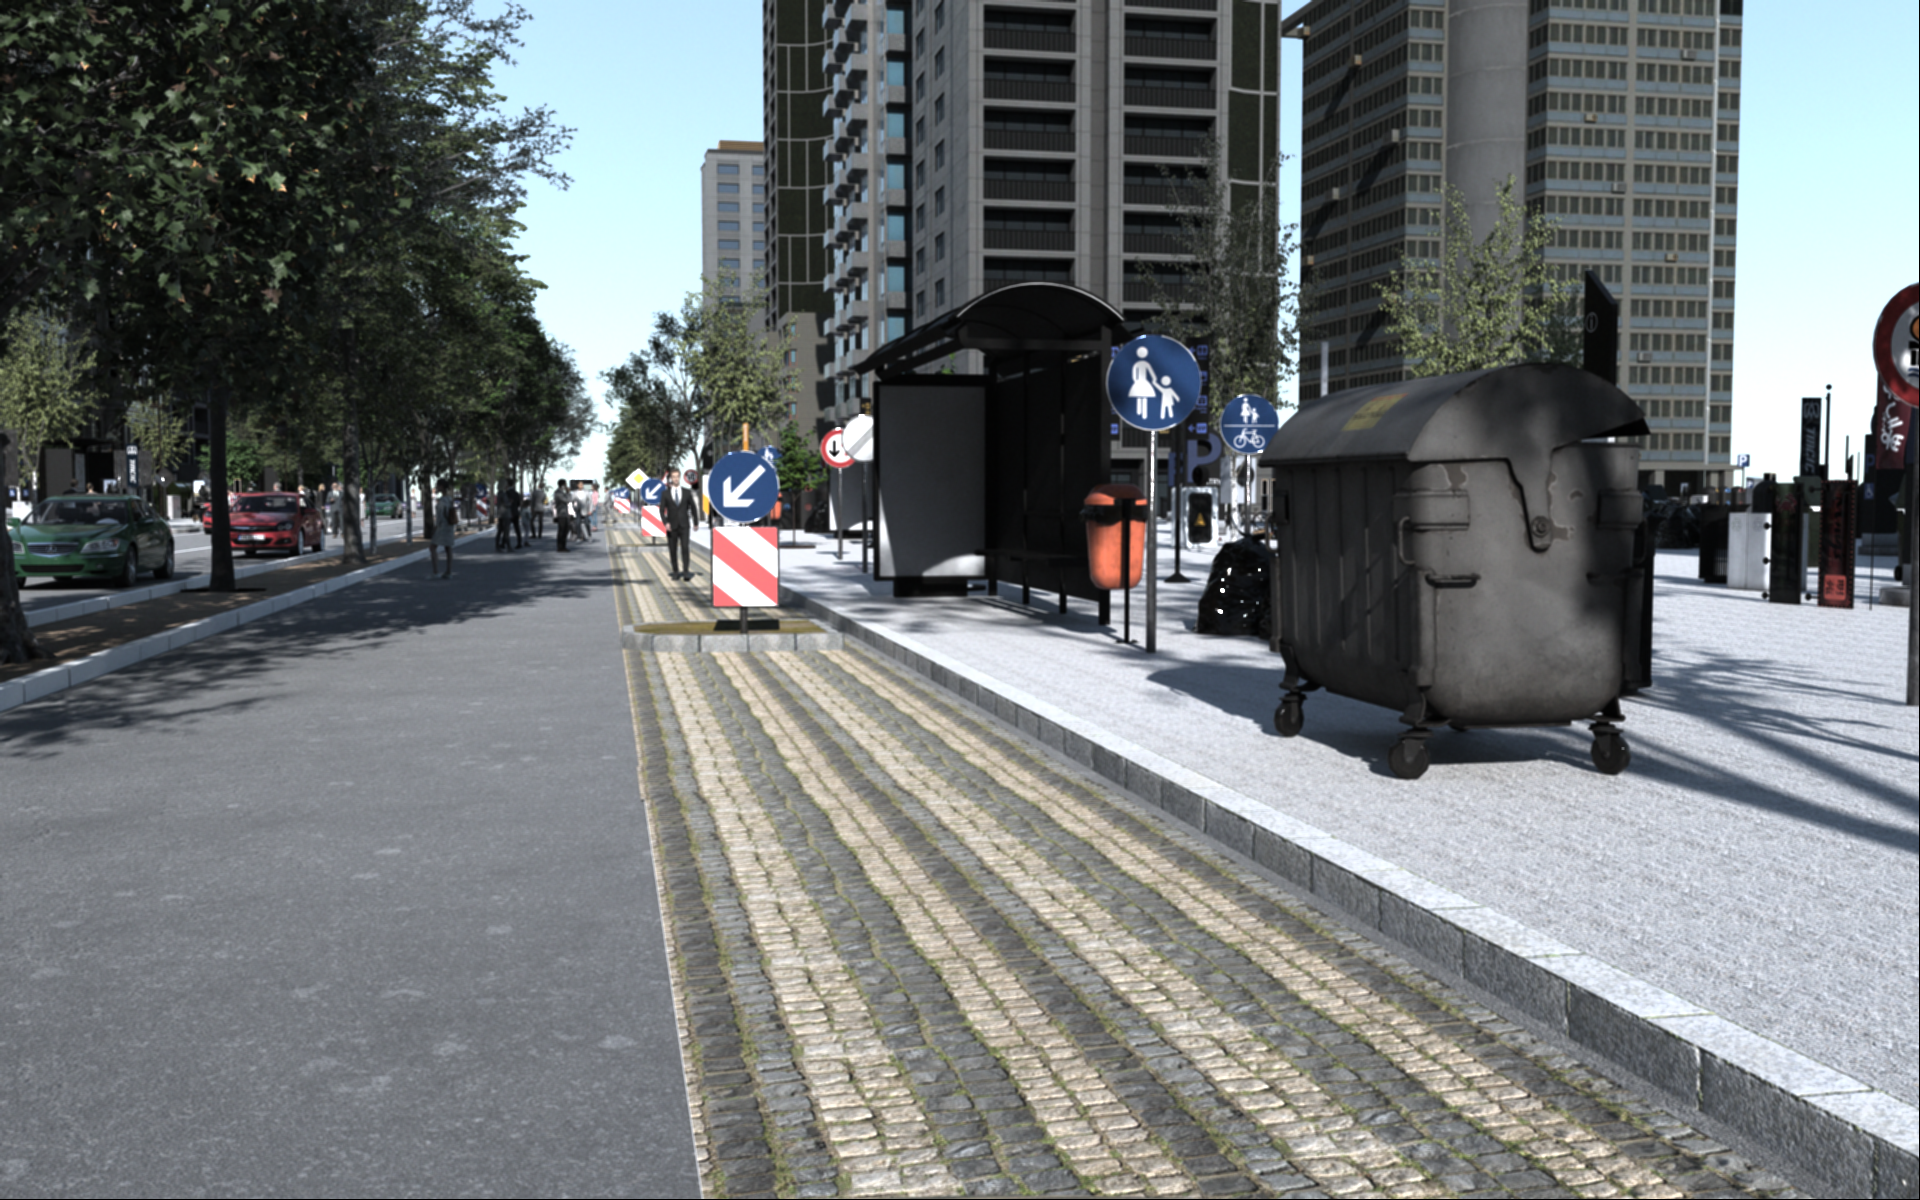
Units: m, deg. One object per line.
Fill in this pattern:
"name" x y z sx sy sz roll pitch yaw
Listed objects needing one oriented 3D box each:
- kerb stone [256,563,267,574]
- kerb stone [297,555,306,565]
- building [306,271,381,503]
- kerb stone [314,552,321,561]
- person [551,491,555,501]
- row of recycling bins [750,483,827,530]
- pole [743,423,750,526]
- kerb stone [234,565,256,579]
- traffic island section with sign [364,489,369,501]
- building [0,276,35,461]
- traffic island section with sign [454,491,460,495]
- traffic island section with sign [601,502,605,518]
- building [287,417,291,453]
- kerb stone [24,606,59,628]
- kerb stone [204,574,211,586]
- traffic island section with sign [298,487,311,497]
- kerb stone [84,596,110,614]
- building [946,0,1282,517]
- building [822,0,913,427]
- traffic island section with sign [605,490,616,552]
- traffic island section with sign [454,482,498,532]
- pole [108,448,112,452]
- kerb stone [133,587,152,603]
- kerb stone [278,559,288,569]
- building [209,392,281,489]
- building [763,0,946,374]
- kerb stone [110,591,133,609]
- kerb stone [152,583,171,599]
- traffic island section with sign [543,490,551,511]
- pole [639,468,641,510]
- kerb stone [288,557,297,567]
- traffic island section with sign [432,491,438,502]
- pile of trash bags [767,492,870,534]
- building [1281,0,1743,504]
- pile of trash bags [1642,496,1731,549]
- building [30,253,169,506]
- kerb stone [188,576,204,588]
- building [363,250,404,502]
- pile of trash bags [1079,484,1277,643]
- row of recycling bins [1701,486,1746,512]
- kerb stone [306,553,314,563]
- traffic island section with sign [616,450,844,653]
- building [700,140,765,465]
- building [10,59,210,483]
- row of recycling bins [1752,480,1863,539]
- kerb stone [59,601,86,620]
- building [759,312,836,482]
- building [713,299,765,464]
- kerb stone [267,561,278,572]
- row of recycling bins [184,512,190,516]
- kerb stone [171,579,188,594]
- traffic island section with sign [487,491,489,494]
"kerb stone" -12.584 -0.536 30.956 0.120 0.150 1.000 -1 4 -12
"kerb stone" -13.419 -0.782 34.981 0.120 0.150 1.000 -1 4 -12
"building" -100.102 -33.875 245.731 32.217 40.220 23.993 -1 4 -12
"kerb stone" -13.847 -0.899 36.986 0.120 0.150 1.000 -1 4 -12
"person" -49.767 -12.491 212.708 1.348 1.826 0.705 -3 4 -36
"row of recycling bins" -5.994 -3.370 62.217 3.534 1.692 1.069 -2 4 -32
"pole" -6.149 -3.426 49.857 0.158 3.312 0.155 0 3 0
"kerb stone" -12.371 -0.472 29.946 0.120 0.150 1.000 -1 4 -12
"traffic island section with sign" -41.216 -6.860 120.782 1.989 1.847 2.006 -1 4 -12
"building" -59.271 -15.283 91.673 13.314 21.916 24.055 -1 4 -12
"traffic island section with sign" -56.899 -11.474 196.226 1.989 1.847 2.006 -1 4 -12
"traffic island section with sign" -18.888 -5.388 96.724 1.989 1.847 2.006 -1 4 -12
"building" -78.049 -30.495 182.179 14.154 41.232 14.086 -1 4 -12
"kerb stone" -10.085 0.201 18.915 0.120 0.150 1.000 -1 4 -12
"kerb stone" -11.758 -0.290 26.939 0.120 0.150 1.000 -1 4 -12
"traffic island section with sign" -35.745 -5.245 94.386 1.989 1.847 2.006 -1 4 -12
"kerb stone" -10.501 0.078 20.918 0.120 0.150 1.000 -1 4 -12
"building" 8.957 -40.686 103.471 20.611 71.187 20.563 -1 4 -12
"building" 1.510 -31.434 133.553 23.786 49.044 30.456 -1 4 -12
"traffic island section with sign" -7.757 -2.111 43.142 1.989 1.847 2.006 -1 4 -12
"traffic island section with sign" -18.935 -3.573 66.557 2.006 1.907 1.989 -1 4 -12
"pole" -37.846 -5.103 77.272 0.158 3.312 0.155 0 3 0
"kerb stone" -10.917 -0.045 22.925 0.120 0.150 1.000 -1 4 -12
"kerb stone" -13.001 -0.659 32.972 0.120 0.150 1.000 -1 4 -12
"building" -74.074 -31.655 167.673 14.600 45.320 14.200 -1 4 -12
"building" -14.084 -46.809 203.576 20.563 71.187 20.611 -1 4 -12
"kerb stone" -10.700 0.020 21.921 0.120 0.150 1.000 -1 4 -12
"kerb stone" -11.117 -0.106 23.928 0.120 0.150 1.000 -1 4 -12
"traffic island section with sign" -35.729 -8.517 147.383 2.006 1.907 1.989 -1 4 -12
"pole" -25.338 -8.741 136.753 0.158 3.312 0.155 0 3 0
"kerb stone" -13.204 -0.716 33.982 0.120 0.150 1.000 -1 4 -12
"traffic island section with sign" -51.287 -9.823 169.226 1.989 1.847 2.006 -1 4 -12
"pile of trash bags" -4.680 -2.873 56.732 3.447 1.369 1.912 0 4 -6
"building" 37.559 -25.922 115.700 23.993 40.220 32.217 -1 4 -12
"pile of trash bags" 16.558 -1.923 41.193 3.447 1.369 1.912 0 4 1
"building" -65.359 -18.454 120.803 14.460 24.649 34.723 -1 4 -12
"kerb stone" -11.538 -0.229 25.933 0.120 0.150 1.000 -1 4 -12
"building" -100.346 -44.644 271.930 21.231 58.520 28.212 -1 4 -12
"pile of trash bags" 2.720 -0.354 15.533 3.447 1.369 1.912 -1 4 -16
"row of recycling bins" 40.277 -5.107 90.604 3.534 1.692 1.069 -1 4 -18
"kerb stone" -13.628 -0.843 35.986 0.120 0.150 1.000 -1 4 -12
"traffic island section with sign" -2.229 -0.483 16.532 1.989 1.847 2.006 -1 4 -12
"building" -33.339 -46.093 295.619 21.231 58.520 28.212 -1 4 -12
"building" -74.692 -43.456 148.759 20.563 71.187 20.611 -1 4 -12
"row of recycling bins" 25.087 -2.661 50.626 3.534 1.692 1.069 2 4 25
"kerb stone" -10.293 0.139 19.917 0.120 0.150 1.000 -1 4 -12
"building" -5.807 -20.583 181.571 27.650 21.520 28.899 -1 4 -12
"building" -29.379 -29.911 260.743 14.160 30.474 14.107 -1 4 -12
"kerb stone" -12.792 -0.595 31.960 0.120 0.150 1.000 -1 4 -12
"row of recycling bins" -44.255 -5.770 101.455 1.069 1.692 3.534 0 4 7
"kerb stone" -11.337 -0.167 24.927 0.120 0.150 1.000 -1 4 -12
"traffic island section with sign" -67.822 -14.692 248.844 1.989 1.847 2.006 -1 4 -12
